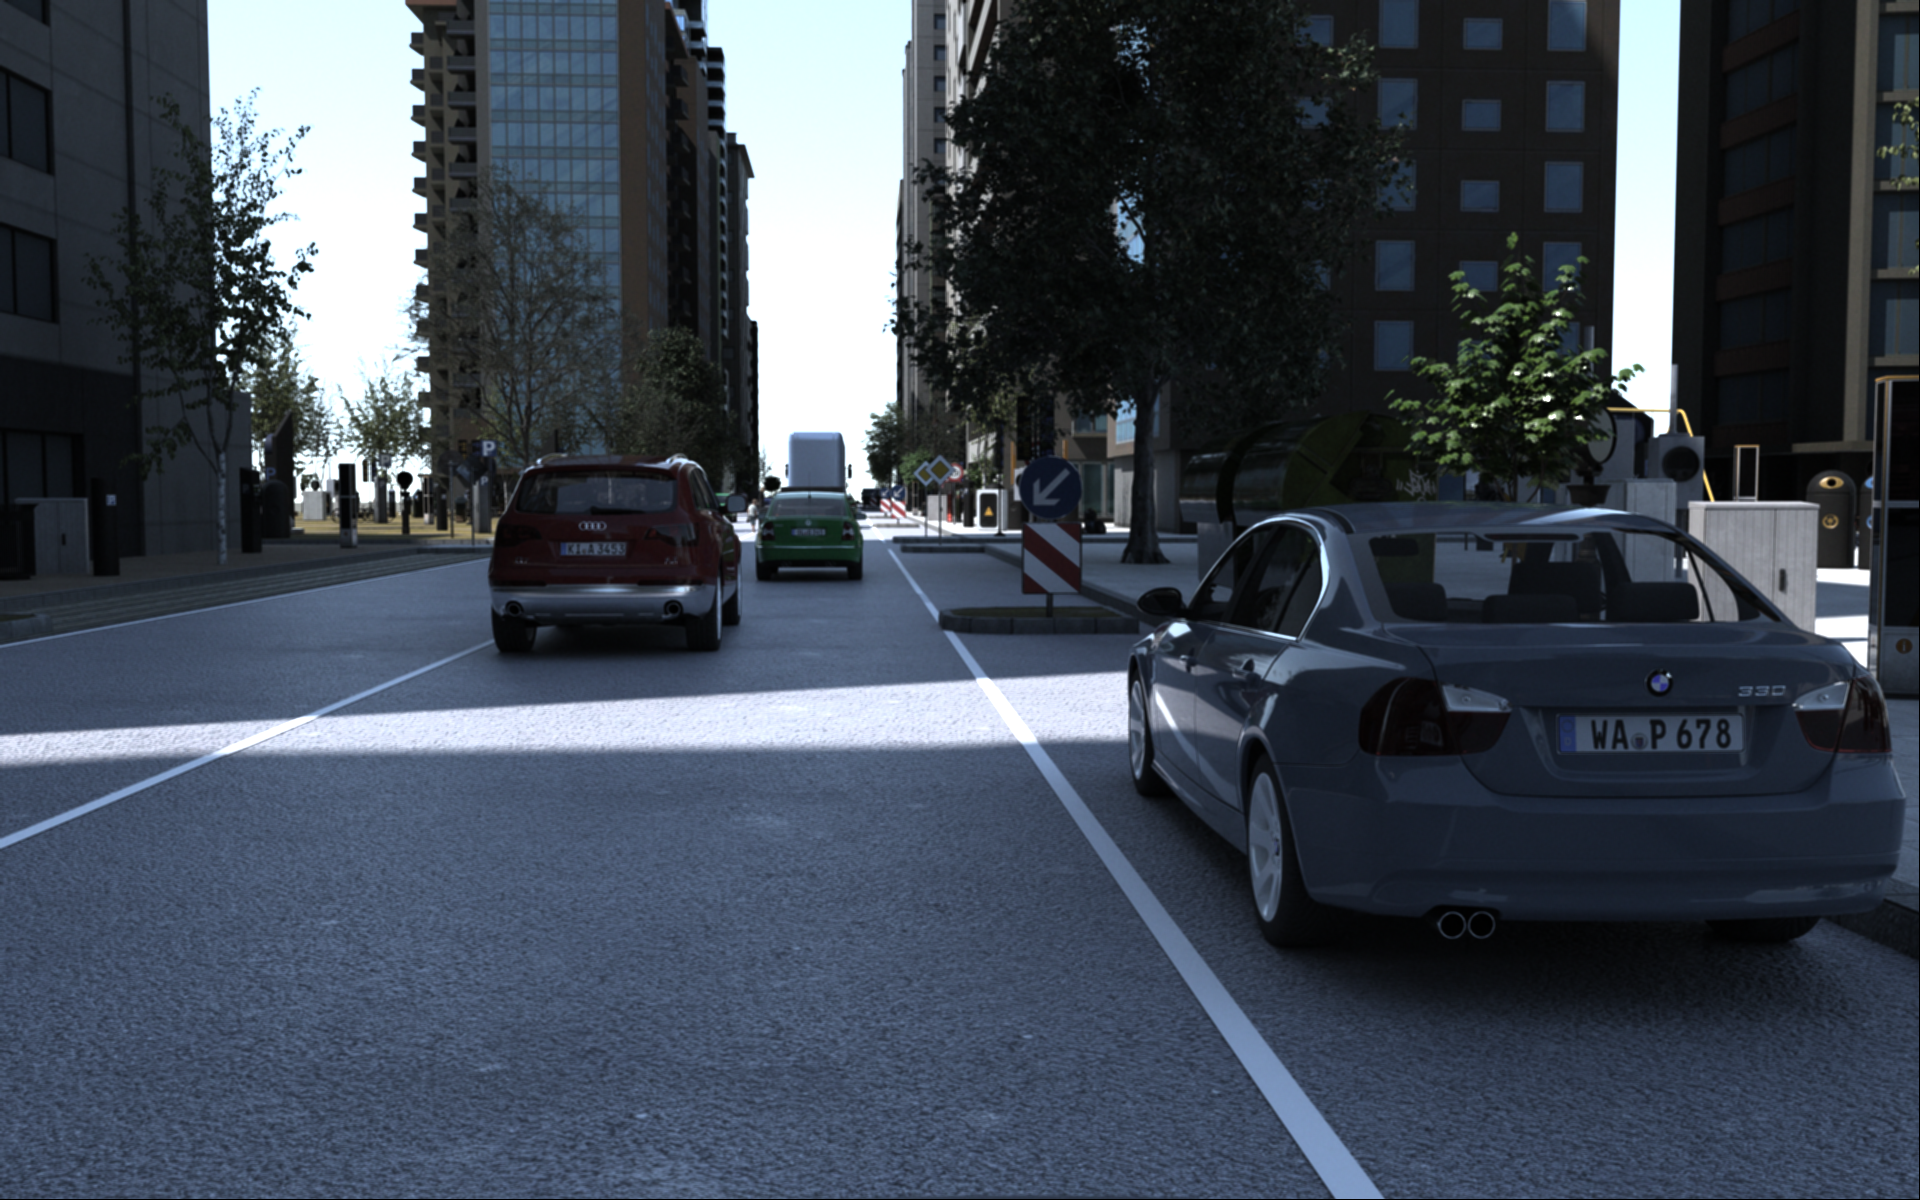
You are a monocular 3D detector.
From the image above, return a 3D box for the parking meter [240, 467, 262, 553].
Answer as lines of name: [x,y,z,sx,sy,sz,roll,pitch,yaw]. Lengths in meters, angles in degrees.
parking meter: [-15.441,-1.958,37.727,0.399,1.863,0.255,1,4,22]

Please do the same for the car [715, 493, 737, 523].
car: [-12.283,-4.831,87.787,1.959,1.807,4.718,0,4,-4]

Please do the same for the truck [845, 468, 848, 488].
truck: [-13.269,-11.800,181.849,2.839,4.237,11.283,0,4,-2]

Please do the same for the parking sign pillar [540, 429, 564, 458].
parking sign pillar: [-17.101,-5.146,72.617,1.447,3.967,1.447,-3,5,-42]

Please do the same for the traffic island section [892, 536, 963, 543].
traffic island section: [-0.988,-1.787,51.493,2.009,0.180,2.903,0,4,-4]

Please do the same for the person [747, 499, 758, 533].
person: [-7.521,-3.038,62.859,0.352,1.250,0.332,-2,4,-35]

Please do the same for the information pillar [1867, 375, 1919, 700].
information pillar: [5.919,-0.391,10.881,0.304,2.012,0.304,1,4,16]

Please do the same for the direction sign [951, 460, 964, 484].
direction sign: [-0.164,-7.610,116.424,0.876,3.537,0.379,1,4,20]

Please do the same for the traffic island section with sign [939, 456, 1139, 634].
traffic island section with sign: [0.783,-0.612,18.638,1.989,1.847,2.006,0,4,-4]

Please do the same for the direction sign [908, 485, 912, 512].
direction sign: [-3.567,-8.066,123.882,0.379,3.537,0.876,3,5,44]

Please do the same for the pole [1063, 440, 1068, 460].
pole: [3.985,-4.383,65.505,0.158,3.312,0.155,0,3,0]

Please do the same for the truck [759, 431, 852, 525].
truck: [-5.989,-4.815,68.485,2.967,4.110,18.799,0,4,-2]

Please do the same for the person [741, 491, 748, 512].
person: [-17.343,-7.946,139.362,0.756,1.711,0.436,2,4,25]

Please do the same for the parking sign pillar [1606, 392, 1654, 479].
parking sign pillar: [16.399,-3.319,42.731,1.447,3.967,1.447,-3,4,-37]

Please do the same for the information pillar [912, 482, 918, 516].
information pillar: [-2.649,-6.001,102.601,0.304,2.012,0.304,-1,4,-13]

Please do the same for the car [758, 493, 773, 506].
car: [-21.260,-11.004,189.512,1.945,1.707,3.694,0,4,-5]

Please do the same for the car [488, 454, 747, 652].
car: [-3.305,-0.528,17.301,2.281,1.827,5.304,0,4,-4]

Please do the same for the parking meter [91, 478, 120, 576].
parking meter: [-13.411,-1.148,27.175,0.372,1.533,0.369,0,3,0]

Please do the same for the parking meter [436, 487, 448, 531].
parking meter: [-18.266,-3.220,61.055,0.372,1.533,0.369,0,3,0]

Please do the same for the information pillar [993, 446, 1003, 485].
information pillar: [1.586,-4.922,71.835,0.504,3.616,0.183,3,5,42]

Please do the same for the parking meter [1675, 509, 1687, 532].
parking meter: [14.404,-1.614,34.799,0.372,1.533,0.369,0,3,0]

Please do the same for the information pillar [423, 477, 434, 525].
information pillar: [-22.345,-4.180,72.842,0.304,2.012,0.304,2,4,30]

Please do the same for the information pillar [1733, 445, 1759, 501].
information pillar: [11.884,-1.329,26.220,0.304,2.012,0.304,1,4,16]

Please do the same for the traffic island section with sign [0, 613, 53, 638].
traffic island section with sign: [-10.445,-0.545,17.533,1.989,1.847,2.006,0,4,-4]

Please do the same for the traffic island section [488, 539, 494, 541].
traffic island section: [-12.556,-1.742,50.761,2.009,0.180,2.903,0,4,-4]

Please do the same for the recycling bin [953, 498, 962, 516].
recycling bin: [-0.314,-5.471,102.012,0.722,1.027,0.722,-1,4,-9]

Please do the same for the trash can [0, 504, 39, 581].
trash can: [-14.163,-0.870,25.875,0.748,1.137,0.748,0,3,0]

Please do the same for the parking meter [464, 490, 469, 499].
parking meter: [-34.085,-6.817,119.867,0.372,1.533,0.369,0,3,0]

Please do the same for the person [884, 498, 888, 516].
person: [-4.840,-6.152,113.371,0.425,1.301,0.394,1,4,14]

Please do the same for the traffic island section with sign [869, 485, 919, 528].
traffic island section with sign: [-2.771,-4.010,74.194,1.989,1.847,2.006,0,4,-4]

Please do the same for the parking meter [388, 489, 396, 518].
parking meter: [-30.960,-5.260,94.406,0.372,1.533,0.369,0,3,0]

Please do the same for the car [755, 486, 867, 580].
car: [-2.605,-1.314,30.278,1.959,1.807,4.718,0,4,-4]

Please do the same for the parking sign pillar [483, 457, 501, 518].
parking sign pillar: [-25.609,-6.475,94.339,1.447,3.967,1.447,0,4,-1]

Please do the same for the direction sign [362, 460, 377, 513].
direction sign: [-38.982,-7.486,114.396,0.876,3.537,0.379,-1,4,-15]

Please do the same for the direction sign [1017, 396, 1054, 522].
direction sign: [1.744,-2.939,40.056,0.876,3.537,0.379,1,4,16]

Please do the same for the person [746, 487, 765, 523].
person: [-10.159,-4.775,86.793,0.699,1.804,1.509,3,4,37]

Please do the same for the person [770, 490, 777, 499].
person: [-18.885,-10.357,177.801,1.348,1.831,0.705,-2,4,-26]

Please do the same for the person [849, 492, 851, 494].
person: [-14.611,-13.421,228.658,1.217,1.735,0.721,-3,5,-42]

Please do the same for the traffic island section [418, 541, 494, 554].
traffic island section: [-12.047,-1.255,42.792,2.009,0.180,2.903,0,4,-4]

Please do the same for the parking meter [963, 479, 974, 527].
parking meter: [0.340,-3.750,67.027,0.255,1.863,0.399,-3,5,-44]

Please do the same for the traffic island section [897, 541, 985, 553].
traffic island section: [-0.479,-1.299,43.524,2.009,0.180,2.903,0,4,-4]

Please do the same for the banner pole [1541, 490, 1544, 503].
banner pole: [17.347,-3.808,52.277,0.863,3.779,0.401,0,4,7]

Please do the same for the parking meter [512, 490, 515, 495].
parking meter: [-24.552,-5.334,95.620,0.372,1.533,0.369,0,3,0]

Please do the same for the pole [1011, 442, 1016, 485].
pole: [2.086,-4.497,67.370,0.158,3.312,0.155,0,3,0]

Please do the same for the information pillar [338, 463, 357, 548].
information pillar: [-14.548,-2.243,41.166,0.304,2.012,0.304,0,4,5]

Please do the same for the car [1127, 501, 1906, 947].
car: [1.768,0.318,6.800,2.014,1.417,4.499,0,4,-3]

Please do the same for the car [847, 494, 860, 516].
car: [-6.756,-5.299,98.444,2.131,1.459,4.920,0,4,-5]

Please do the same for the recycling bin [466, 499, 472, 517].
recycling bin: [-27.297,-5.101,95.954,0.722,1.027,0.722,-2,4,-25]

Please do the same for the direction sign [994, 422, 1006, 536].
direction sign: [1.207,-3.699,52.475,0.379,3.537,0.876,1,4,14]

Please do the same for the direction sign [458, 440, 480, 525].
direction sign: [-20.463,-4.912,72.310,0.876,3.537,0.379,-1,4,-14]

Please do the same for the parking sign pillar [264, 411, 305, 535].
parking sign pillar: [-21.738,-4.087,55.295,1.447,3.967,1.447,0,4,1]

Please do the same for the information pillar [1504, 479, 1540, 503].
information pillar: [7.912,-2.016,24.309,0.504,3.616,0.183,2,4,31]

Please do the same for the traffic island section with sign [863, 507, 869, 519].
traffic island section with sign: [-4.486,-5.656,101.095,1.989,1.847,2.006,0,4,-4]
